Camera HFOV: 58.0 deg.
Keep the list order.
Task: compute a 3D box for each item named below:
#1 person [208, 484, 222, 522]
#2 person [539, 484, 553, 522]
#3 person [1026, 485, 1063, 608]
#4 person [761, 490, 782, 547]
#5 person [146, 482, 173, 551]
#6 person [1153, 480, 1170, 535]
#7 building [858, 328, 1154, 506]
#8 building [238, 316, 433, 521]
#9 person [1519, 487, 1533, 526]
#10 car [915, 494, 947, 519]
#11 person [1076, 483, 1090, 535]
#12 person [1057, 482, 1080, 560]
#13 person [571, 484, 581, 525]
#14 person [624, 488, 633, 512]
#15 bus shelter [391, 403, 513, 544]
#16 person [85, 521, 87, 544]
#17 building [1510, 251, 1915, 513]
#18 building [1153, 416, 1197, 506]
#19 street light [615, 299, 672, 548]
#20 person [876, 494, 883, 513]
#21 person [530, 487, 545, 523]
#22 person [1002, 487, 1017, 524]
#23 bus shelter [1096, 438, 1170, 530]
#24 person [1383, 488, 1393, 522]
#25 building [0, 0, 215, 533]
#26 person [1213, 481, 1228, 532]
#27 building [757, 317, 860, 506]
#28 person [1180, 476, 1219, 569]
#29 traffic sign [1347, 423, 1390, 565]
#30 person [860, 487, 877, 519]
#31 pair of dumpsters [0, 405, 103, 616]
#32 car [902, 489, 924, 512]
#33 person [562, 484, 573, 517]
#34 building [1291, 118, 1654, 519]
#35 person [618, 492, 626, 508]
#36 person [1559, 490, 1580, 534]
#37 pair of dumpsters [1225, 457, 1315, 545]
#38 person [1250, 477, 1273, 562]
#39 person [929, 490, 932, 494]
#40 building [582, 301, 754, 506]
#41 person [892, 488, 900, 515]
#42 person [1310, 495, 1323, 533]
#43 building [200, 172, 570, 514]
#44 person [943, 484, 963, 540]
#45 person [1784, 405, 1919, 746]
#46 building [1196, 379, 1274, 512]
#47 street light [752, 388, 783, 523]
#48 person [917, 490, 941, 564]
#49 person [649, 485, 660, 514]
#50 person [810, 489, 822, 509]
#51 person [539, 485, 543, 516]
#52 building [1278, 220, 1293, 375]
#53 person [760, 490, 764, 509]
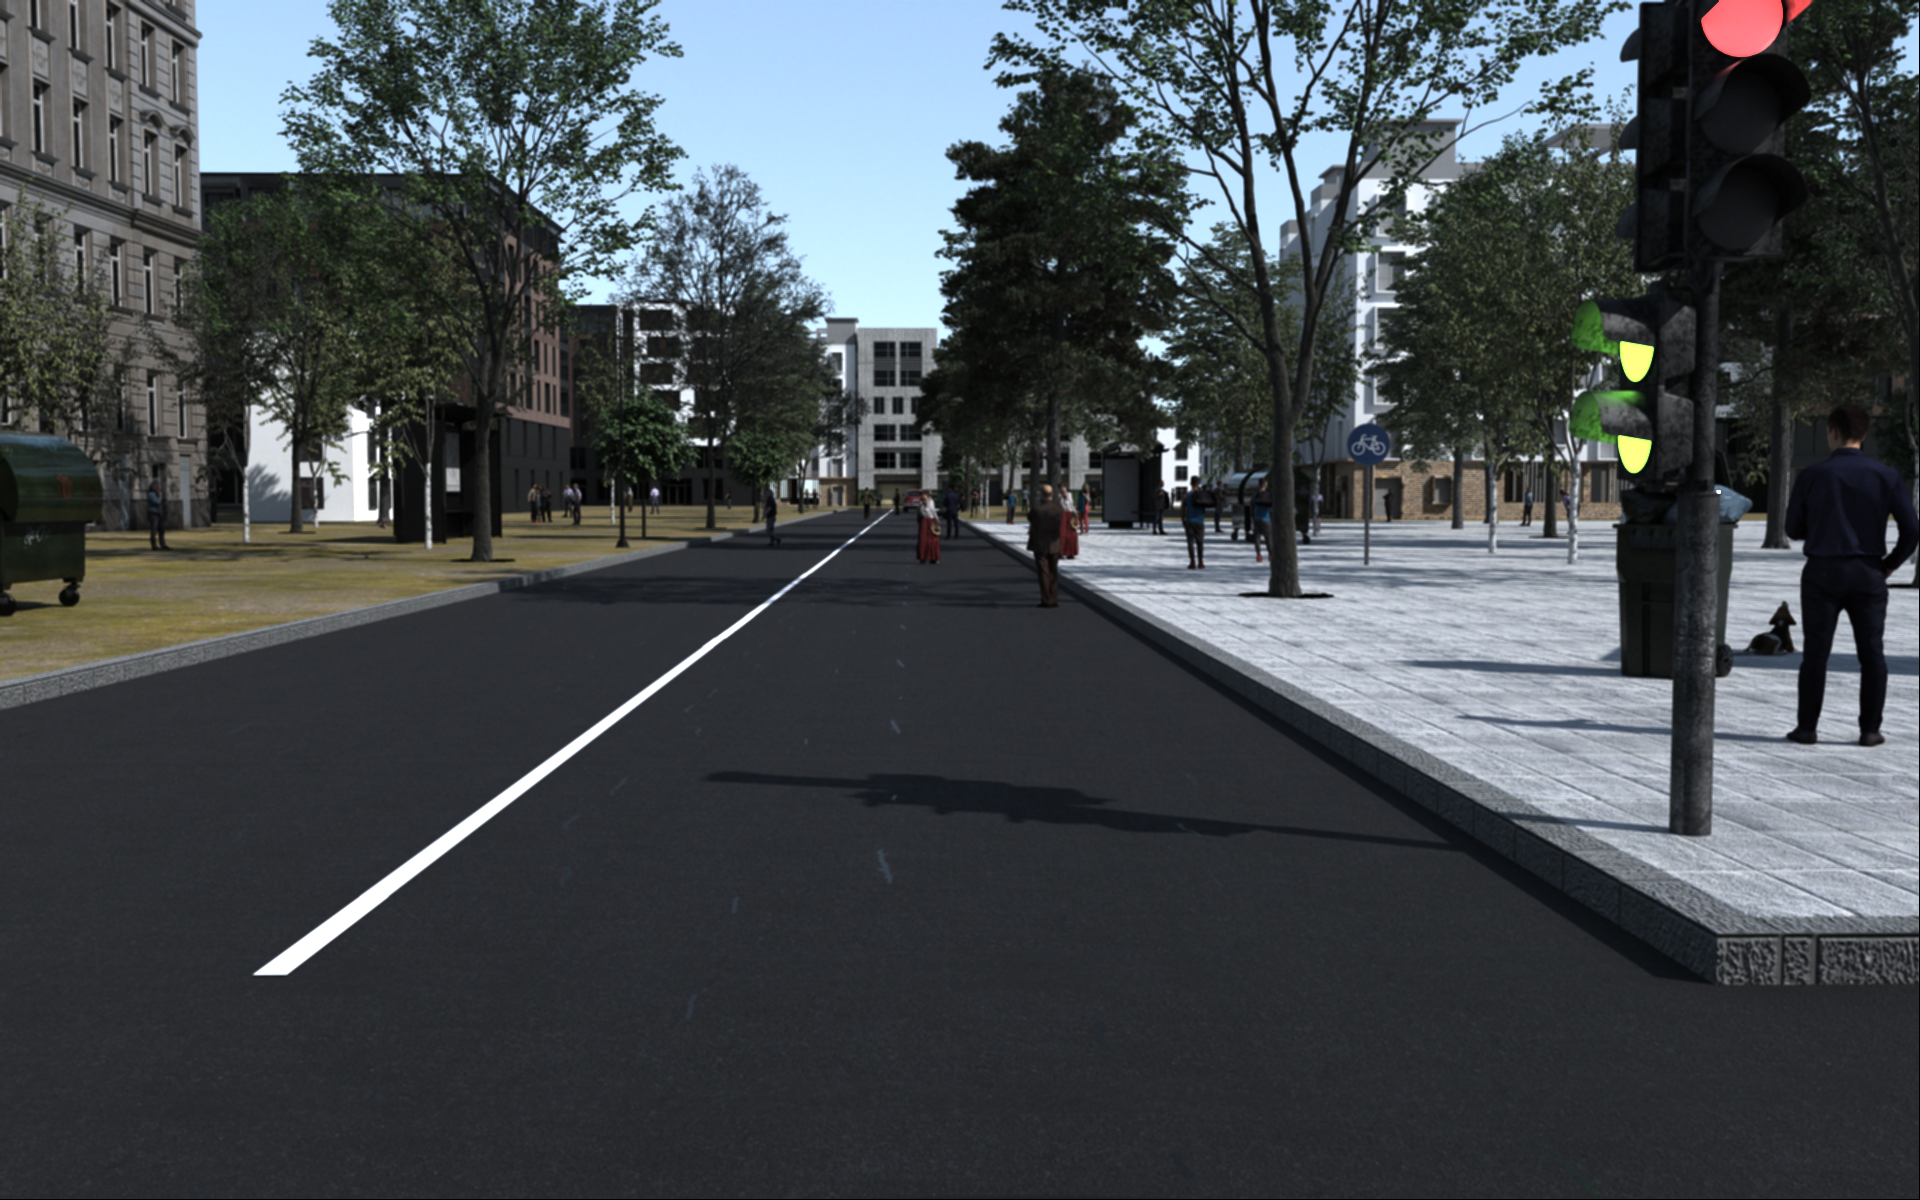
[{"bbox_3d":[-33.809,-4.396,78.724,0.742,1.727,0.445,0,4,4],"label":"person"},{"bbox_3d":[-19.028,-4.460,79.654,0.600,1.739,0.565,2,4,34],"label":"person"},{"bbox_3d":[1.060,-0.682,21.919,0.482,1.546,0.388,-1,4,-16],"label":"person"},{"bbox_3d":[-5.062,-2.196,46.611,0.471,1.553,0.569,2,4,35],"label":"person"},{"bbox_3d":[-18.062,-1.877,38.952,0.429,1.552,0.499,1,4,17],"label":"person"},{"bbox_3d":[6.308,-2.897,54.226,0.431,1.722,0.655,3,5,39],"label":"person"},{"bbox_3d":[4.688,-19.956,192.738,31.486,18.905,16.747,0,4,-2],"label":"building"},{"bbox_3d":[-33.336,-9.361,95.200,9.099,9.664,28.070,0,4,-2],"label":"building"},{"bbox_3d":[22.786,-3.749,69.551,0.499,1.552,0.429,-1,4,-19],"label":"person"},{"bbox_3d":[-1.548,-5.467,99.176,2.009,1.686,4.222,0,4,-3],"label":"car"},{"bbox_3d":[3.841,-2.834,54.084,0.444,1.614,0.593,0,4,5],"label":"person"},{"bbox_3d":[2.074,-1.552,33.890,0.523,1.526,0.387,-3,4,-37],"label":"person"},{"bbox_3d":[-15.917,-3.962,71.754,0.436,1.711,0.756,-1,4,-11],"label":"person"},{"bbox_3d":[-23.842,-7.207,124.608,0.721,1.736,1.217,1,4,16],"label":"person"},{"bbox_3d":[-13.828,-3.441,47.542,1.731,3.624,6.357,0,4,-1],"label":"bus shelter"},{"bbox_3d":[-22.735,-2.217,44.509,0.590,1.554,0.614,-3,5,-42],"label":"person"},{"bbox_3d":[57.551,-17.263,126.217,32.646,21.610,27.936,0,4,-2],"label":"building"},{"bbox_3d":[34.880,-15.173,190.228,28.070,9.664,9.099,0,4,-2],"label":"building"},{"bbox_3d":[-7.544,-4.207,41.326,1.470,5.913,1.316,0,4,-2],"label":"street light"},{"bbox_3d":[-6.222,-7.487,134.107,0.799,1.438,0.628,2,4,31],"label":"person"},{"bbox_3d":[-18.755,-4.215,76.829,0.662,1.594,0.647,-1,4,-16],"label":"person"},{"bbox_3d":[2.106,-4.006,73.410,0.647,1.594,0.662,-1,4,-14],"label":"person"},{"bbox_3d":[6.259,-4.246,63.345,2.014,3.302,5.546,0,4,-2],"label":"bus shelter"},{"bbox_3d":[19.991,-4.442,80.939,0.388,1.546,0.482,3,5,44],"label":"person"},{"bbox_3d":[-34.228,-15.691,53.809,12.463,27.353,25.104,0,4,-2],"label":"building"},{"bbox_3d":[8.742,-3.135,58.114,0.431,1.722,0.655,-1,4,-12],"label":"person"},{"bbox_3d":[-16.731,-20.518,191.896,11.380,20.091,16.016,0,4,-2],"label":"building"},{"bbox_3d":[4.101,-1.333,29.704,0.647,1.594,0.662,0,4,-2],"label":"person"},{"bbox_3d":[7.363,-1.907,31.292,0.768,2.556,0.104,0,4,6],"label":"traffic sign"},{"bbox_3d":[-5.318,-5.557,99.453,1.348,1.812,0.705,3,5,41],"label":"person"},{"bbox_3d":[-10.494,-0.926,17.632,1.574,2.255,4.436,0,4,-1],"label":"pair of dumpsters"},{"bbox_3d":[-3.484,-7.935,138.411,2.281,1.827,5.304,0,3,0],"label":"car"},{"bbox_3d":[-21.950,-5.554,96.718,0.709,1.838,0.599,1,4,14],"label":"person"},{"bbox_3d":[27.229,-14.488,93.298,16.016,20.091,11.380,0,4,-2],"label":"building"},{"bbox_3d":[-30.441,-9.183,156.199,0.705,1.823,1.348,-3,5,-40],"label":"person"},{"bbox_3d":[19.669,-2.854,55.947,0.421,1.427,0.697,-3,4,-37],"label":"person"},{"bbox_3d":[8.205,-2.658,45.948,1.574,2.255,4.436,0,4,-2],"label":"pair of dumpsters"},{"bbox_3d":[5.797,-1.519,32.755,0.647,1.594,0.662,2,4,30],"label":"person"},{"bbox_3d":[-2.110,-6.837,121.227,0.436,1.711,0.756,0,4,1],"label":"person"},{"bbox_3d":[-38.903,-21.622,197.497,32.646,21.610,27.936,0,4,-2],"label":"building"},{"bbox_3d":[-4.339,-6.729,118.547,0.705,1.821,1.348,1,4,16],"label":"person"},{"bbox_3d":[11.689,-2.906,56.784,0.421,1.427,0.697,1,4,9],"label":"person"},{"bbox_3d":[-46.490,-17.142,124.254,32.646,21.610,27.936,0,4,-2],"label":"building"},{"bbox_3d":[-0.266,-2.758,54.305,0.576,1.737,0.504,-2,4,-35],"label":"person"},{"bbox_3d":[4.564,-0.133,8.929,0.576,1.737,0.504,1,4,12],"label":"person"},{"bbox_3d":[24.225,-11.240,125.920,9.099,9.664,28.070,0,4,-2],"label":"building"},{"bbox_3d":[-8.456,-6.332,76.075,1.470,5.913,1.316,0,4,-2],"label":"street light"},{"bbox_3d":[-0.658,-1.504,35.556,0.523,1.526,0.387,-2,4,-29],"label":"person"},{"bbox_3d":[-19.524,-6.397,110.506,0.709,1.838,0.599,-2,4,-33],"label":"person"},{"bbox_3d":[-12.314,-8.607,147.591,1.217,1.723,0.721,-3,4,-37],"label":"person"},{"bbox_3d":[-24.765,-5.880,102.313,0.705,1.807,1.348,-1,4,-13],"label":"person"},{"bbox_3d":[27.785,-15.234,105.490,16.016,20.091,11.380,0,4,-2],"label":"building"},{"bbox_3d":[-17.399,-8.869,151.964,0.541,1.710,0.530,-1,4,-22],"label":"person"}]
